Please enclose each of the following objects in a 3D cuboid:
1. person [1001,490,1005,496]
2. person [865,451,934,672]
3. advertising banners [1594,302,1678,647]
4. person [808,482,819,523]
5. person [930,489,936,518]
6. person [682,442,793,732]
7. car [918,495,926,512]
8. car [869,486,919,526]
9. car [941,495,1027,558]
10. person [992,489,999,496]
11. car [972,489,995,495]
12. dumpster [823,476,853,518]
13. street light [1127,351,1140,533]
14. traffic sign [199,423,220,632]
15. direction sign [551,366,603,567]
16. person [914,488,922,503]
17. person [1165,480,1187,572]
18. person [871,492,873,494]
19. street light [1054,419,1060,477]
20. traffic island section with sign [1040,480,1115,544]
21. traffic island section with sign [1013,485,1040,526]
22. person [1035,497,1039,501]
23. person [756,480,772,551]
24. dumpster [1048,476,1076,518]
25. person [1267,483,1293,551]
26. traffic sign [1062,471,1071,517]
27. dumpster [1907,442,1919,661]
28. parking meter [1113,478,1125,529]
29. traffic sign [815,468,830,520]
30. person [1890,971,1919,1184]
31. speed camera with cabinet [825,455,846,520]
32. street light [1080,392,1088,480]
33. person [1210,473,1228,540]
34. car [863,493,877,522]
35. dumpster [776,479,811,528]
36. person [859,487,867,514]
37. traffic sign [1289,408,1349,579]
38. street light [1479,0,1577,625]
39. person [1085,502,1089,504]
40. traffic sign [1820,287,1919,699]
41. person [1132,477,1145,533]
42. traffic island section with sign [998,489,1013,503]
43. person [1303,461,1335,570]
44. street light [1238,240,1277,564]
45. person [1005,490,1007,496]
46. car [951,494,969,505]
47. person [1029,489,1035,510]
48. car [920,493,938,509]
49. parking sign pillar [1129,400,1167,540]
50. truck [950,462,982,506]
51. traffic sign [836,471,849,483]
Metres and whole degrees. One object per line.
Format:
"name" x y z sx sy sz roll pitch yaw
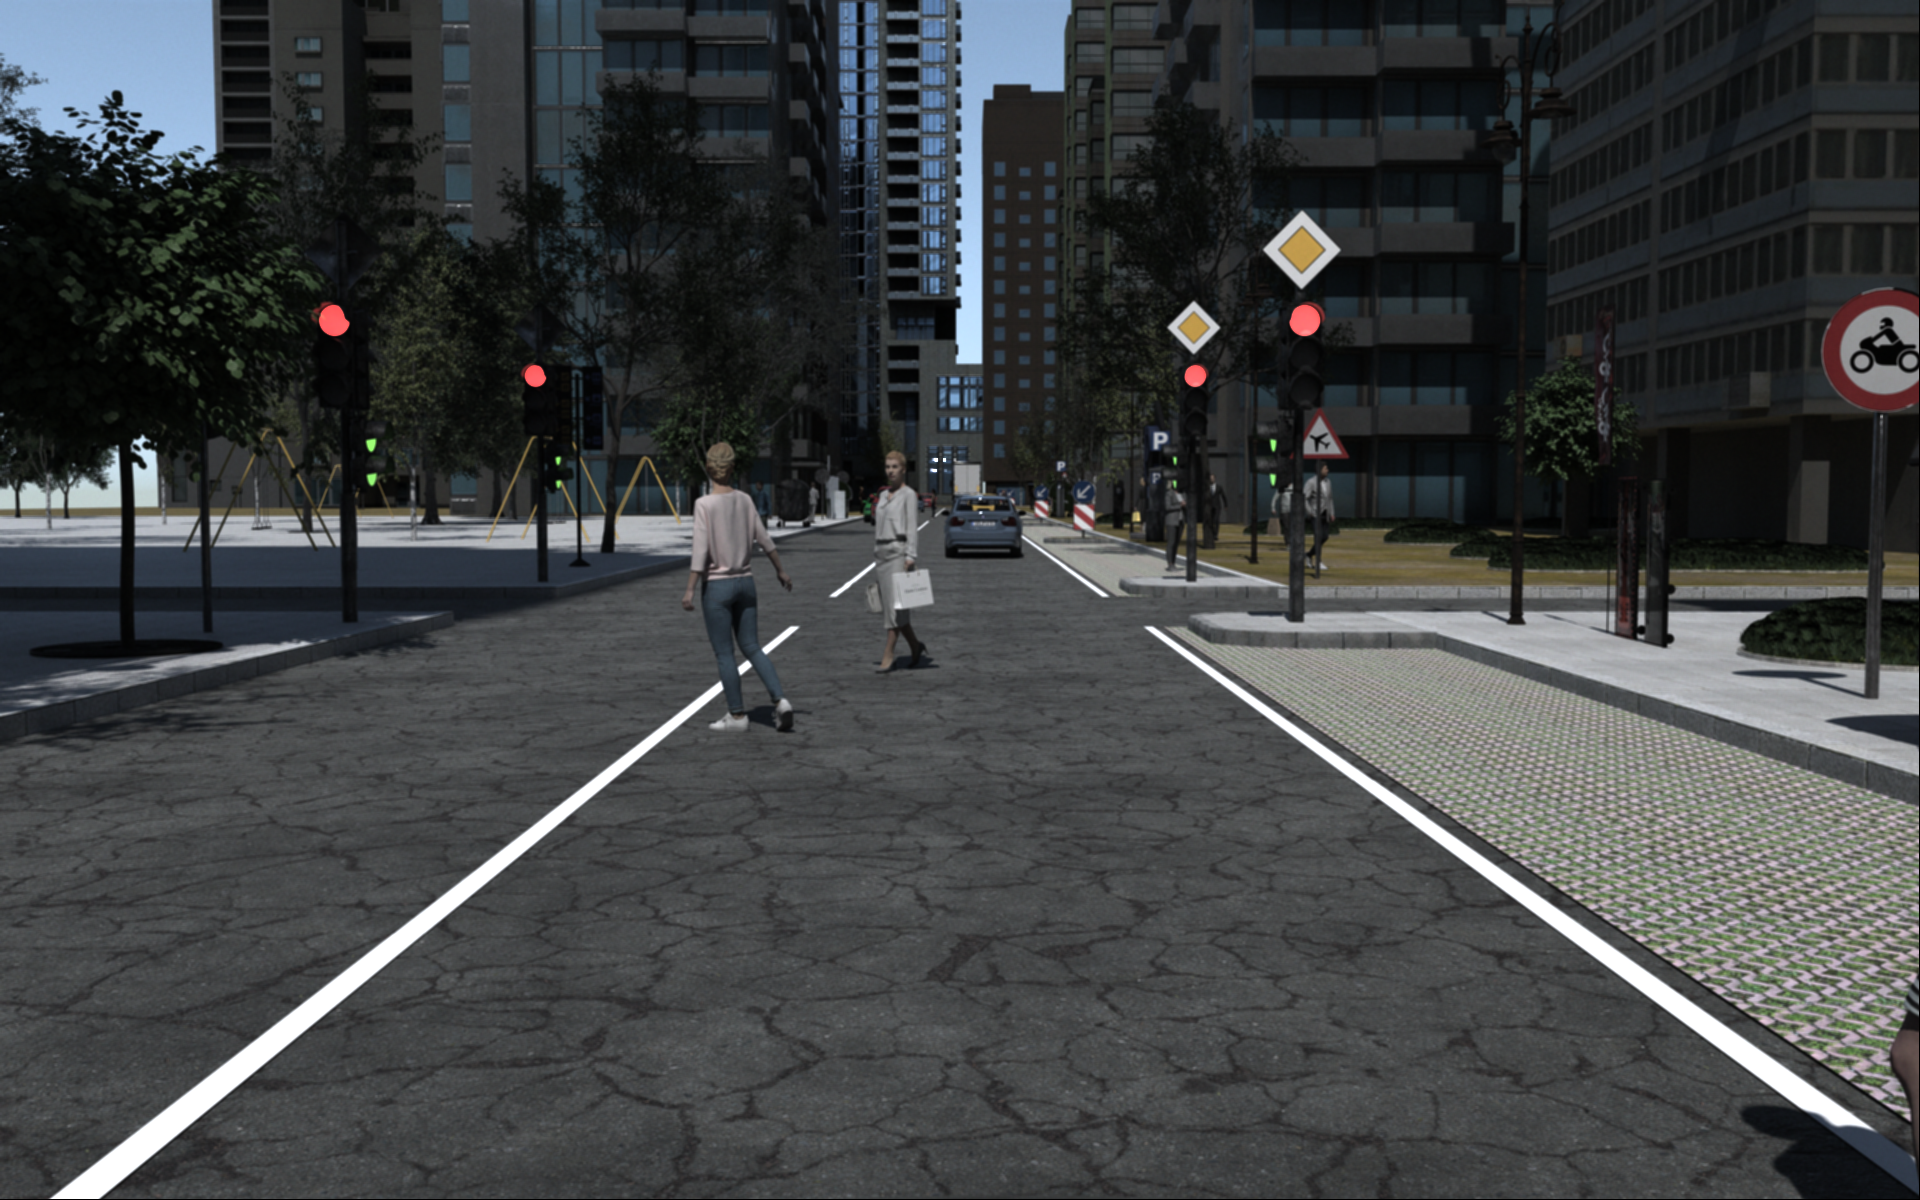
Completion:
"person" 3.535 -7.975 139.435 0.434 1.755 0.990 1 4 16
"person" -0.472 -0.320 14.079 0.624 1.780 0.694 -2 4 -28
"advertising banners" 5.941 -1.171 15.338 0.090 3.025 2.074 0 4 3
"person" -6.492 -4.309 76.701 0.606 1.804 0.583 1 4 9
"person" -1.668 -5.716 102.680 0.721 1.735 1.217 0 4 2
"person" -1.248 -0.077 10.432 0.598 1.740 0.731 2 4 31
"car" -3.739 -7.722 138.254 2.014 1.417 4.499 0 4 -2
"car" -3.007 -4.367 80.074 2.281 1.827 5.304 0 4 1
"car" 0.551 -1.732 40.318 2.014 1.417 4.499 0 4 1
"person" 2.732 -7.787 135.823 1.348 1.822 0.705 1 4 14
"car" 0.968 -3.802 72.391 2.015 1.641 3.980 0 4 -1
"dumpster" -6.486 -5.449 91.581 1.502 2.255 1.985 0 4 0
"street light" 5.465 -5.028 54.992 0.468 5.910 1.993 0 3 0
"traffic sign" -6.999 -0.974 16.038 0.768 2.556 0.104 0 4 5
"direction sign" -6.758 -2.365 30.668 0.876 3.537 0.379 -1 4 -11
"person" -2.836 -6.162 109.347 0.705 1.812 1.348 3 5 45
"person" 4.031 -1.424 31.969 0.537 1.800 0.526 -2 4 -27
"person" -7.962 -9.040 157.080 0.421 1.427 0.697 0 4 7
"street light" 5.587 -7.783 100.040 0.468 5.910 1.993 0 3 0
"traffic island section with sign" 3.451 -2.563 50.531 1.989 1.847 2.006 0 3 0
"traffic island section with sign" 3.501 -4.212 77.486 1.989 1.847 2.006 0 3 0
"person" 6.386 -8.395 143.329 1.348 1.821 0.705 -3 4 -39
"person" -4.945 -2.132 43.703 0.444 1.785 0.601 -1 4 -21
"dumpster" 5.604 -5.675 95.280 1.502 2.255 1.985 0 3 0
"person" 7.369 -2.004 39.292 0.782 1.767 0.515 0 4 -3
"traffic sign" 5.841 -5.917 96.754 0.884 2.594 0.081 1 4 8
"dumpster" 5.386 -0.128 7.852 1.264 1.857 1.865 0 4 0
"parking meter" 5.919 -3.600 64.575 0.399 1.863 0.255 0 4 -4
"traffic sign" -6.795 -5.225 85.538 0.768 2.556 0.104 0 4 1
"person" 1.766 0.411 2.787 0.522 1.701 0.512 3 5 39
"speed camera with cabinet" -6.319 -5.726 87.956 0.660 3.252 2.038 -1 4 -17
"street light" 5.488 -6.393 77.321 0.468 5.910 1.993 0 3 0
"person" 7.032 -2.577 47.947 0.659 1.850 0.755 1 4 18
"car" -3.989 -4.899 88.900 1.959 1.807 4.718 0 4 0
"dumpster" -6.436 -3.737 66.861 1.264 1.857 1.865 0 3 0
"person" -6.297 -6.490 112.682 0.721 1.766 1.217 1 4 18
"traffic sign" 5.409 -1.597 26.120 0.884 2.594 0.081 1 4 9
"street light" 5.483 -2.698 16.895 0.468 5.910 1.993 0 3 0
"person" 8.055 -6.387 110.498 1.348 1.821 0.705 0 4 3
"traffic sign" 5.721 -0.654 10.792 0.768 2.556 0.104 0 4 6
"person" 6.107 -2.904 53.745 1.509 1.804 0.699 1 4 8
"traffic island section with sign" 3.570 -7.247 127.116 1.989 1.847 2.006 0 3 0
"person" 6.067 -1.447 29.554 0.661 1.843 0.795 -2 4 -30
"street light" 5.425 -3.608 31.787 0.468 5.910 1.993 0 3 0
"person" 3.841 -8.200 143.098 1.217 1.766 0.721 -1 4 -16
"car" 0.284 -7.852 140.377 2.014 1.417 4.499 0 4 1
"person" 5.883 -8.119 139.611 0.721 1.723 1.217 -2 4 -33
"car" -3.137 -9.368 162.209 2.155 1.783 4.494 0 4 1
"parking sign pillar" 5.533 -3.704 49.026 1.447 3.967 1.447 0 4 -2
"truck" 0.541 -10.157 154.980 2.839 4.237 11.283 0 4 -1
"traffic sign" -6.476 -5.828 95.396 0.768 2.556 0.104 0 4 2
